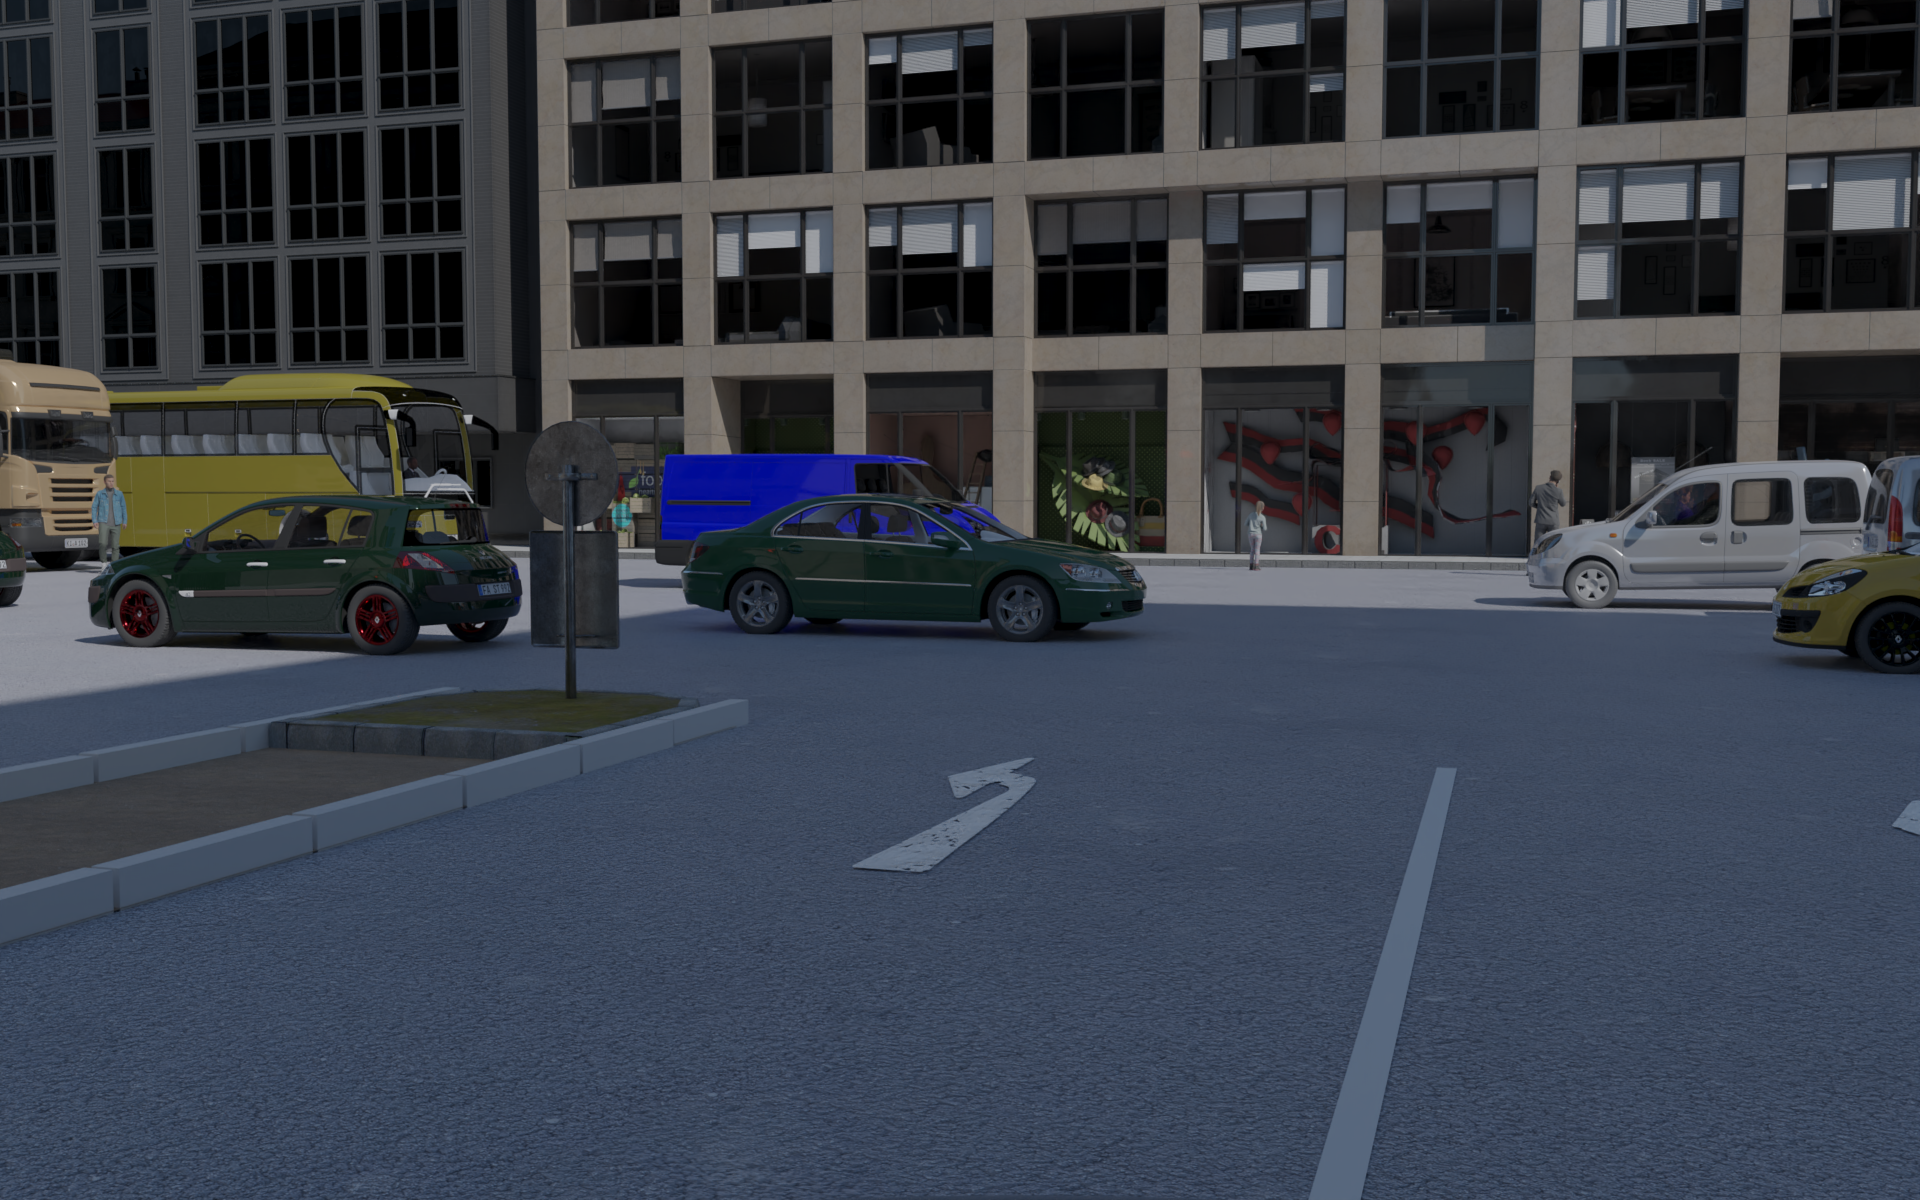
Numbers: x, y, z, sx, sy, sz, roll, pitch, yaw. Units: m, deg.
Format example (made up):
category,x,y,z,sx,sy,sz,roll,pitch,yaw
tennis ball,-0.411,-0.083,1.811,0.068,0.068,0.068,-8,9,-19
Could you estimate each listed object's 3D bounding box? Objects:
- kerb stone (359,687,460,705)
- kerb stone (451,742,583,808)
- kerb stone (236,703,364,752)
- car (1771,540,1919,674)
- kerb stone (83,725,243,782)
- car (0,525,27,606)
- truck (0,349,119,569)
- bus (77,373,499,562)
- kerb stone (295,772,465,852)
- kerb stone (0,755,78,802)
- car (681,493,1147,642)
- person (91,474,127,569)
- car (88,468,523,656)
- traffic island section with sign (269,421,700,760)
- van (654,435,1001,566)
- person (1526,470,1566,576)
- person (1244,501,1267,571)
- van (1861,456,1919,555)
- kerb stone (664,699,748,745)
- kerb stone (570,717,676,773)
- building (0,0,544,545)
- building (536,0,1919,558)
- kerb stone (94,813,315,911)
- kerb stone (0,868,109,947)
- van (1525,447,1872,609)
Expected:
category,x,y,z,sx,sy,sz,roll,pitch,yaw
kerb stone,-3.521,0.684,11.015,0.120,0.150,1.000,1,4,18
kerb stone,-2.152,0.844,8.392,0.120,0.150,1.000,1,4,18
kerb stone,-3.840,0.744,10.036,0.120,0.150,1.000,1,4,18
car,8.831,-0.239,14.131,3.980,1.641,2.015,1,4,18
kerb stone,-4.156,0.806,9.042,0.120,0.150,1.000,1,4,18
car,-13.854,-0.742,21.923,4.222,1.686,2.009,1,4,20
truck,-20.936,-2.720,33.381,11.283,4.237,2.839,1,4,19
bus,-15.831,-2.763,36.729,12.252,3.916,2.896,1,4,19
kerb stone,-2.473,0.904,7.418,0.120,0.150,1.000,1,4,18
kerb stone,-4.471,0.872,8.059,0.120,0.150,1.000,1,4,18
car,-0.488,-0.380,18.019,4.920,1.459,2.131,1,4,20
person,-15.239,-1.357,31.038,0.601,1.785,0.444,-2,4,-34
car,-6.229,-0.412,16.517,4.222,1.686,2.009,1,4,17
traffic island section with sign,-2.625,-0.132,10.300,2.006,1.907,1.989,1,4,18
van,-1.880,-1.341,26.302,5.245,2.365,2.240,1,4,16
person,10.217,-1.339,30.194,0.655,1.846,0.447,2,4,27
person,5.555,-1.208,32.529,0.425,1.301,0.394,1,4,18
van,11.912,-0.701,18.471,4.112,2.044,2.013,1,4,17
kerb stone,-1.530,0.725,10.347,0.120,0.150,1.000,1,4,18
kerb stone,-1.836,0.785,9.368,0.120,0.150,1.000,1,4,18
building,-19.176,-15.727,50.640,24.014,27.812,14.314,1,4,18
building,9.270,-14.657,44.153,34.151,26.468,19.350,1,4,18
kerb stone,-2.790,0.966,6.442,0.120,0.150,1.000,1,4,18
kerb stone,-3.104,1.024,5.461,0.120,0.150,1.000,1,4,18
van,9.333,-0.913,21.946,4.112,2.044,2.013,1,4,16
